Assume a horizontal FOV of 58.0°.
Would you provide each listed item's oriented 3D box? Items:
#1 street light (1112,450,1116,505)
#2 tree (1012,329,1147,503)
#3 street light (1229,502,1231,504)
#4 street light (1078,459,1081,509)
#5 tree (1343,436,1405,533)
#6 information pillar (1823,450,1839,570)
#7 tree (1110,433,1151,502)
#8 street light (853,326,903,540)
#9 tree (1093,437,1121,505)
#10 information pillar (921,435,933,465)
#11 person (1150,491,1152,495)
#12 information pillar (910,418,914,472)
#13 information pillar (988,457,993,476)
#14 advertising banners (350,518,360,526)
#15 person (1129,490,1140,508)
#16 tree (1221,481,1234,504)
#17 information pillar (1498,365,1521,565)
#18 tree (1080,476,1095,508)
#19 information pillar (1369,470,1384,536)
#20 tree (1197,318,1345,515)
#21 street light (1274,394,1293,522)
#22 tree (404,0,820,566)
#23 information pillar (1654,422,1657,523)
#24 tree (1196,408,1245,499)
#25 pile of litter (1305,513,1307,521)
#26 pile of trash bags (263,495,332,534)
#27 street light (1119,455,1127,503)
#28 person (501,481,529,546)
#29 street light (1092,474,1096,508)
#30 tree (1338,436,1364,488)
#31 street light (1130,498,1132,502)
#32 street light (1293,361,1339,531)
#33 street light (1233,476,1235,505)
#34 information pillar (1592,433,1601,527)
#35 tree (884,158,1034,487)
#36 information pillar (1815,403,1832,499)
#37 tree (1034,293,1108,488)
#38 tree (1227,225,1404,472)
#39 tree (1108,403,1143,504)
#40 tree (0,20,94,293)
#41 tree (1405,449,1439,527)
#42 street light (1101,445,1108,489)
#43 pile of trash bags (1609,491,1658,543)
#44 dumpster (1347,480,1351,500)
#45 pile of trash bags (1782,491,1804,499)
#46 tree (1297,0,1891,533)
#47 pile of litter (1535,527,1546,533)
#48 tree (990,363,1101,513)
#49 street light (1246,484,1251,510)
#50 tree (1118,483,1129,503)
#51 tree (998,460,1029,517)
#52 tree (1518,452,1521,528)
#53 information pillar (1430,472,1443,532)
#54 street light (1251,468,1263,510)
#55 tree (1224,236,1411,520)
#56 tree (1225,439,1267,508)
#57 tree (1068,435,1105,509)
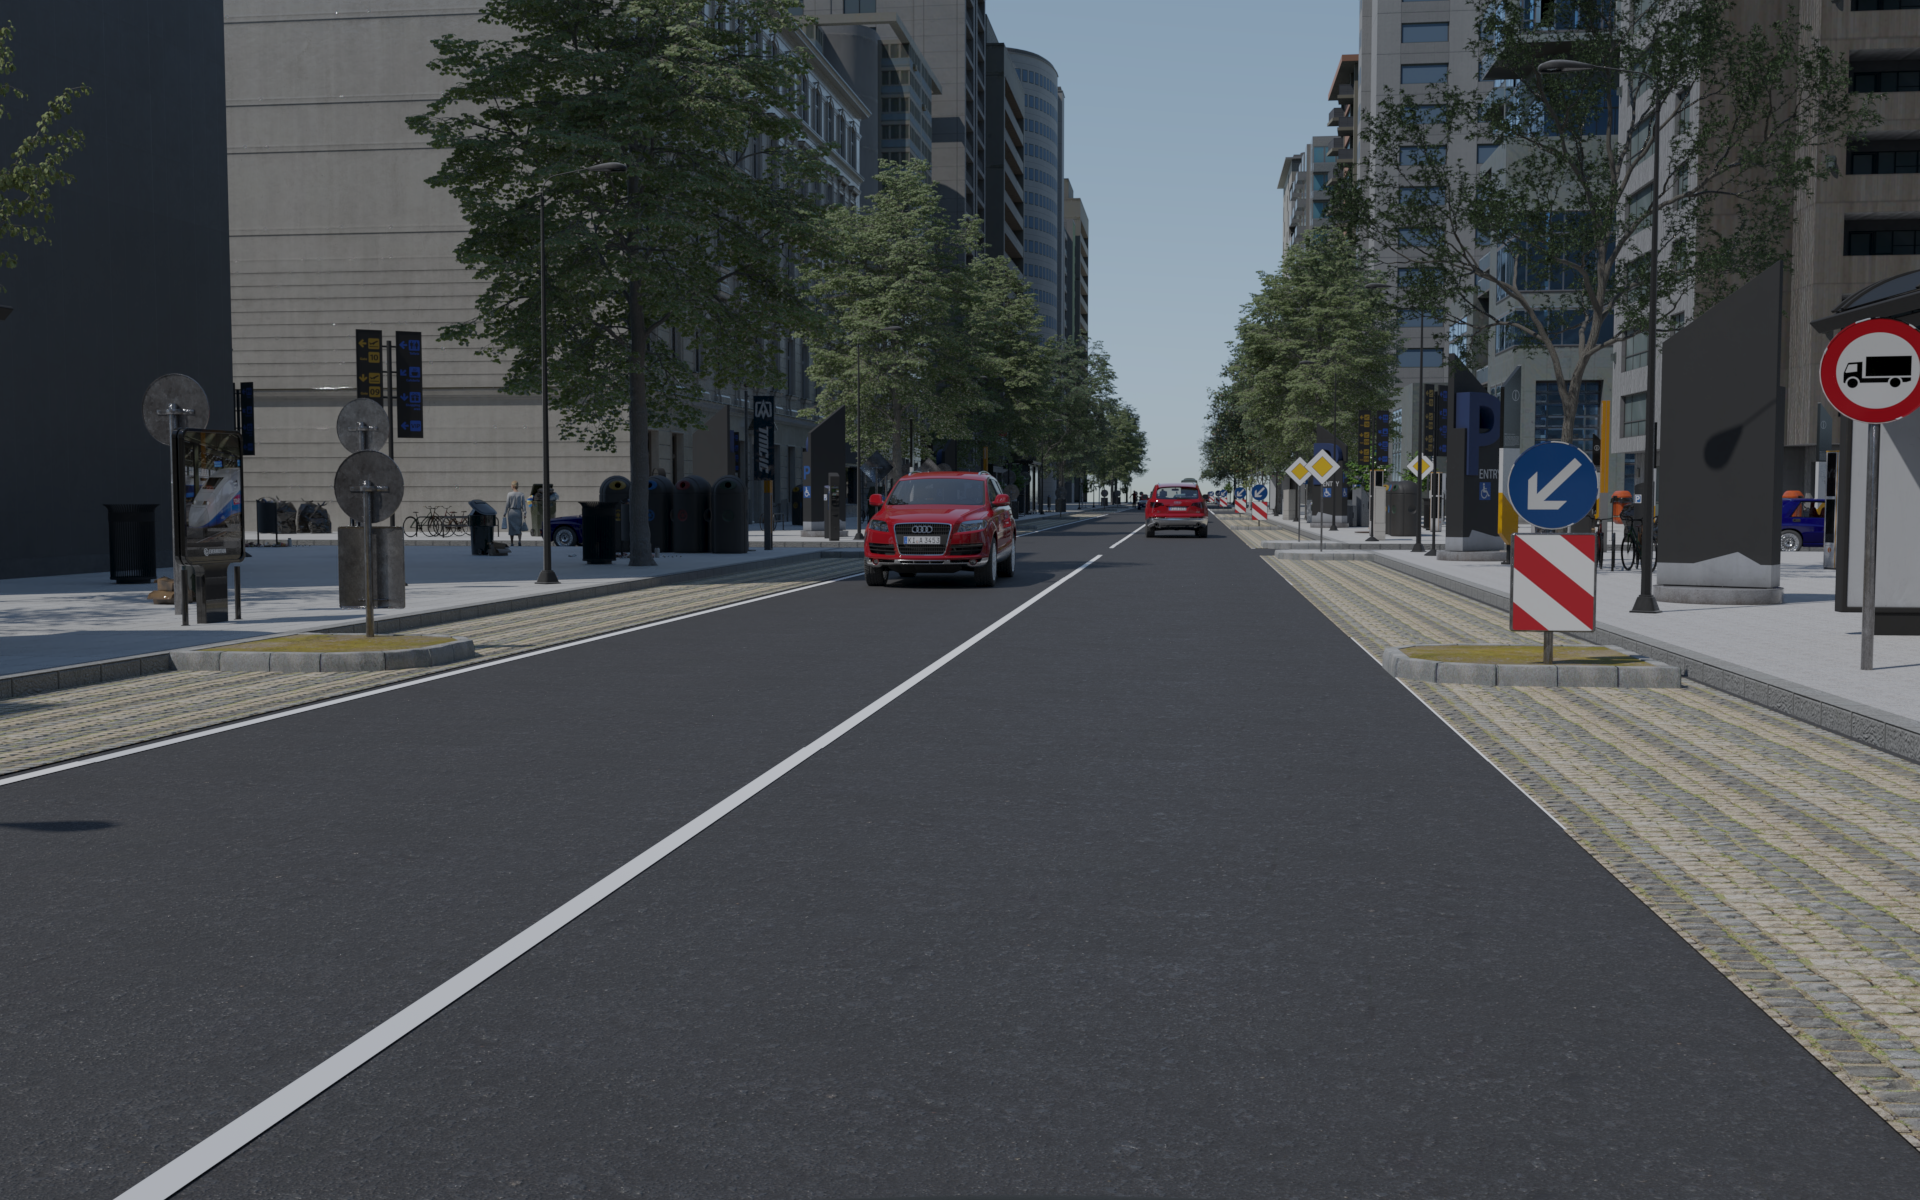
[{"bbox_3d":[15.828,-12.908,183.589,1.470,5.913,1.316,0,4,8],"label":"street light"},{"bbox_3d":[7.824,-13.955,134.813,9.857,13.997,8.962,0,3,0],"label":"tree"},{"bbox_3d":[25.363,-11.251,156.495,1.470,5.913,1.316,0,4,8],"label":"street light"},{"bbox_3d":[7.862,-9.271,124.126,1.470,5.913,1.316,0,4,8],"label":"street light"},{"bbox_3d":[13.353,-3.807,56.846,1.663,3.219,1.824,0,3,0],"label":"tree"},{"bbox_3d":[14.873,-1.519,29.330,0.304,2.012,0.304,-1,4,-9],"label":"information pillar"},{"bbox_3d":[26.502,-21.354,274.899,9.928,11.665,9.643,0,3,0],"label":"tree"},{"bbox_3d":[-2.282,-4.627,48.186,1.470,5.913,1.316,0,4,8],"label":"street light"},{"bbox_3d":[16.111,-15.097,197.193,4.737,8.622,4.395,0,3,0],"label":"tree"},{"bbox_3d":[-1.277,-4.562,65.942,0.504,3.616,0.183,0,4,-6],"label":"information pillar"},{"bbox_3d":[29.873,-16.041,270.398,0.705,1.869,1.348,2,4,24],"label":"person"},{"bbox_3d":[-1.496,-3.820,53.806,0.183,3.616,0.504,0,4,3],"label":"information pillar"},{"bbox_3d":[1.636,-6.439,96.632,0.504,3.616,0.183,0,4,6],"label":"information pillar"},{"bbox_3d":[-12.269,-2.388,35.235,0.090,3.025,2.074,-2,4,-28],"label":"advertising banners"},{"bbox_3d":[18.062,-10.456,179.425,1.348,1.831,0.705,2,4,32],"label":"person"},{"bbox_3d":[38.976,-15.801,252.942,1.663,3.219,1.824,0,3,0],"label":"tree"},{"bbox_3d":[9.979,-2.451,31.425,0.504,3.616,0.183,-2,4,-35],"label":"information pillar"},{"bbox_3d":[11.379,-9.971,157.627,1.663,3.219,1.824,0,3,0],"label":"tree"},{"bbox_3d":[12.689,-2.953,52.780,0.304,2.012,0.304,-1,4,-15],"label":"information pillar"},{"bbox_3d":[19.821,-11.663,107.693,9.611,12.733,9.660,0,3,0],"label":"tree"},{"bbox_3d":[15.011,-6.571,79.977,1.470,5.913,1.316,0,4,8],"label":"street light"},{"bbox_3d":[-5.620,-6.853,30.167,7.486,12.596,7.792,0,3,0],"label":"tree"},{"bbox_3d":[22.532,-3.983,56.473,0.183,3.616,0.504,-1,4,-11],"label":"information pillar"},{"bbox_3d":[30.393,-16.799,185.027,12.009,13.543,11.850,0,3,0],"label":"tree"},{"bbox_3d":[16.970,-4.180,82.315,1.176,0.858,1.719,2,4,33],"label":"pile of litter"},{"bbox_3d":[-22.179,-2.830,56.028,3.447,1.369,1.912,-2,4,-26],"label":"pile of trash bags"},{"bbox_3d":[18.794,-14.282,206.053,1.470,5.913,1.316,0,4,8],"label":"street light"},{"bbox_3d":[-11.600,-2.215,45.076,0.694,1.780,0.624,-1,4,-10],"label":"person"},{"bbox_3d":[10.475,-10.491,144.070,1.470,5.913,1.316,0,4,8],"label":"street light"},{"bbox_3d":[20.803,-6.820,95.217,4.285,4.588,4.351,0,3,0],"label":"tree"},{"bbox_3d":[21.415,-15.480,225.636,1.470,5.913,1.316,0,4,8],"label":"street light"},{"bbox_3d":[12.512,-5.372,60.378,1.470,5.913,1.316,0,4,8],"label":"street light"},{"bbox_3d":[22.520,-10.043,136.750,1.470,5.913,1.316,0,4,8],"label":"street light"},{"bbox_3d":[24.594,-4.614,66.801,0.504,3.616,0.183,0,4,-8],"label":"information pillar"},{"bbox_3d":[-2.135,-8.591,58.586,7.486,12.596,7.792,0,3,0],"label":"tree"},{"bbox_3d":[22.237,-3.259,44.635,0.504,3.616,0.183,-2,4,-26],"label":"information pillar"},{"bbox_3d":[1.454,-10.017,81.912,7.486,12.596,7.792,0,3,0],"label":"tree"},{"bbox_3d":[15.136,-9.533,73.985,7.486,12.596,7.792,0,3,0],"label":"tree"},{"bbox_3d":[19.102,-18.024,212.823,7.486,12.596,7.792,0,3,0],"label":"tree"},{"bbox_3d":[-12.470,-4.232,19.558,4.737,8.622,4.395,0,3,0],"label":"tree"},{"bbox_3d":[17.836,-4.446,67.294,1.663,3.219,1.824,0,3,0],"label":"tree"},{"bbox_3d":[13.191,-11.688,163.641,1.470,5.913,1.316,0,4,8],"label":"street light"},{"bbox_3d":[18.456,-2.231,46.226,1.912,1.369,3.447,-1,4,-13],"label":"pile of trash bags"},{"bbox_3d":[17.206,-4.737,79.950,1.502,2.255,1.985,0,4,8],"label":"dumpster"},{"bbox_3d":[23.204,-2.252,46.566,3.447,1.369,1.912,-2,4,-34],"label":"pile of trash bags"},{"bbox_3d":[9.442,-5.669,27.097,8.767,10.594,7.601,1,4,16],"label":"tree"},{"bbox_3d":[15.698,-1.960,46.009,1.176,0.858,1.719,1,4,16],"label":"pile of litter"},{"bbox_3d":[5.552,-11.231,118.041,8.767,10.594,7.601,1,4,10],"label":"tree"},{"bbox_3d":[20.385,-9.004,119.760,1.470,5.913,1.316,0,4,8],"label":"street light"},{"bbox_3d":[24.560,-16.090,257.675,1.663,3.219,1.824,0,3,0],"label":"tree"},{"bbox_3d":[3.029,-6.293,97.488,1.663,3.219,1.824,0,3,0],"label":"tree"},{"bbox_3d":[20.948,-4.367,66.000,1.663,3.219,1.824,0,3,0],"label":"tree"},{"bbox_3d":[16.089,-3.303,58.495,0.304,2.012,0.304,3,4,37],"label":"information pillar"},{"bbox_3d":[17.664,-7.769,99.557,1.470,5.913,1.316,0,4,8],"label":"street light"},{"bbox_3d":[17.537,-10.983,86.234,9.857,13.997,8.962,0,3,0],"label":"tree"},{"bbox_3d":[26.879,-12.931,161.777,4.737,8.622,4.395,0,3,0],"label":"tree"},{"bbox_3d":[10.870,-12.406,153.194,4.360,8.622,3.978,0,3,0],"label":"tree"}]
